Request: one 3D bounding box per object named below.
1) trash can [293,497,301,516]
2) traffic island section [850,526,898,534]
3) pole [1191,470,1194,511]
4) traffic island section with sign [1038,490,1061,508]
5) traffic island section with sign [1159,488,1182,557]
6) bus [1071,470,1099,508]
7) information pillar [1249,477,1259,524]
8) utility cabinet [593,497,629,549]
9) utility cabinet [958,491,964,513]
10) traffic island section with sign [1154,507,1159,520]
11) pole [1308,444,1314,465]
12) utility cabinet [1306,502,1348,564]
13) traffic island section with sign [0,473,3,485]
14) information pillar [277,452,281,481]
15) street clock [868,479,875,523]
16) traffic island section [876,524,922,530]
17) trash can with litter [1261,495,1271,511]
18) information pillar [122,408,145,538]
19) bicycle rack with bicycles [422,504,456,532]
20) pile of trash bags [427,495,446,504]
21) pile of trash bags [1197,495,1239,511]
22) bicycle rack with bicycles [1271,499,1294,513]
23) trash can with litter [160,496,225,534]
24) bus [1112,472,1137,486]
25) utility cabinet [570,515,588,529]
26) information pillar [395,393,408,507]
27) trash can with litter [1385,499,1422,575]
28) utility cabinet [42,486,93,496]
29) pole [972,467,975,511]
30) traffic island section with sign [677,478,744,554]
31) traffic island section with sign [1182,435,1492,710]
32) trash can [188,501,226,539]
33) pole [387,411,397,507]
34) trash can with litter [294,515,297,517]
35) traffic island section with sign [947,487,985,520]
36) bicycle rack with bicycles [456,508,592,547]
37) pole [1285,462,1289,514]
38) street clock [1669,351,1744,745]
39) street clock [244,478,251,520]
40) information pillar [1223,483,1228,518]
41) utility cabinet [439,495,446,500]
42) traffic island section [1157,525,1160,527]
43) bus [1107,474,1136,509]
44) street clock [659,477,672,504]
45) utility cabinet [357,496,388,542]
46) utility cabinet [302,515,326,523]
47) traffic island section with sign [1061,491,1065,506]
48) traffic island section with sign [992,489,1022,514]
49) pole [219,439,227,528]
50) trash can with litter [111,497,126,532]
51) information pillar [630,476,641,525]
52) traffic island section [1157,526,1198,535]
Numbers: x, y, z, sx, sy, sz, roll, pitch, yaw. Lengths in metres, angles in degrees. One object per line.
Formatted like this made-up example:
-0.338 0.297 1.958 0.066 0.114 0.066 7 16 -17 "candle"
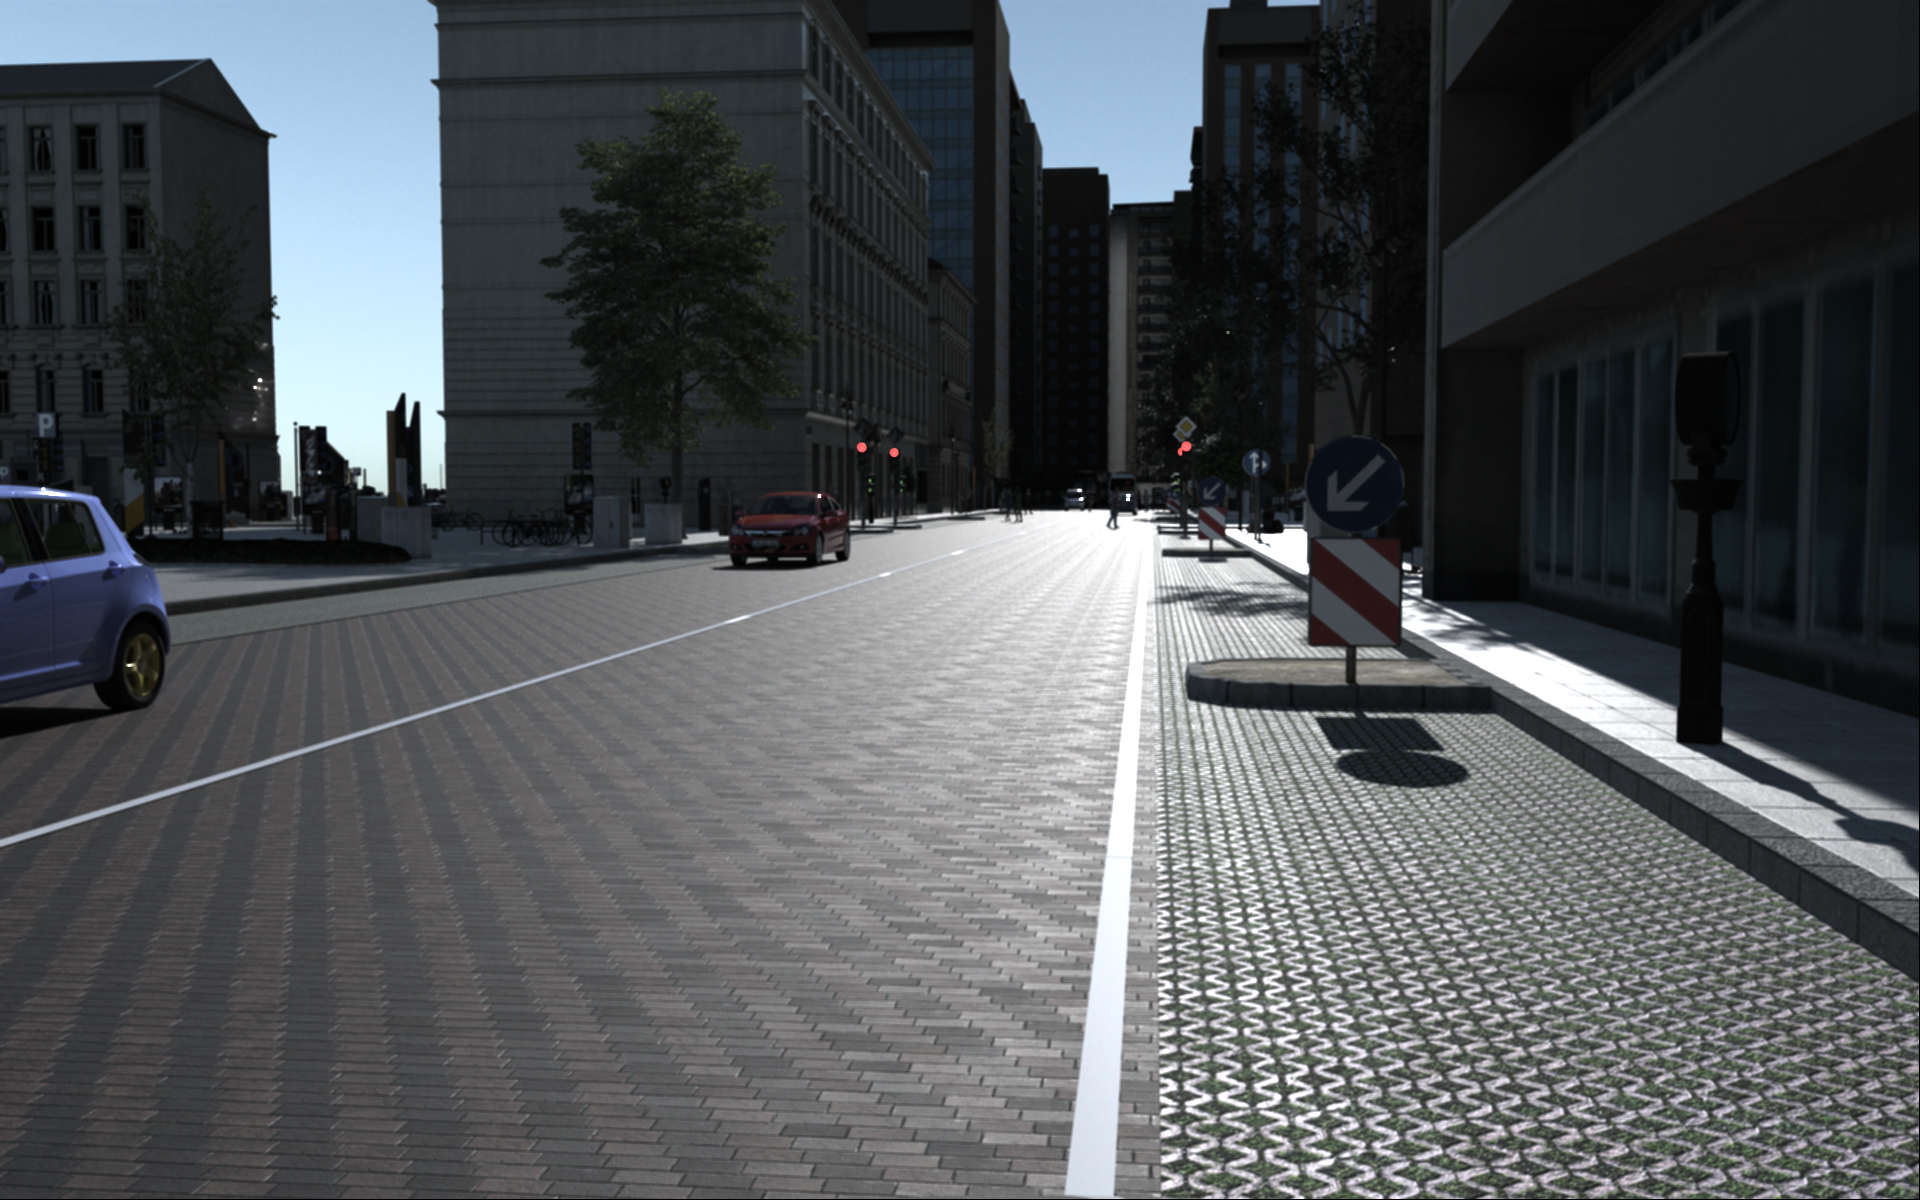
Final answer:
-38.848 -5.473 101.141 0.748 1.137 0.748 0 3 0 "trash can"
-3.558 -2.517 63.431 2.009 0.180 2.903 0 4 6 "traffic island section"
17.895 -8.540 133.477 0.158 3.312 0.155 0 3 0 "pole"
8.806 -10.022 172.479 1.989 1.847 2.006 0 4 6 "traffic island section with sign"
5.672 -1.916 39.952 1.989 1.847 2.006 0 4 6 "traffic island section with sign"
13.285 -11.755 183.737 2.896 3.916 12.252 0 4 4 "bus"
12.711 -4.305 74.882 0.304 2.012 0.304 -1 4 -11 "information pillar"
-8.299 -1.835 41.166 1.020 1.237 0.306 3 5 40 "utility cabinet"
0.054 -6.397 113.270 0.318 1.500 1.173 0 4 5 "utility cabinet"
11.752 -5.285 95.035 1.989 1.847 2.006 0 4 6 "traffic island section with sign"
14.234 -4.676 70.292 0.158 3.312 0.155 0 3 0 "pole"
6.757 -1.402 31.600 0.318 1.500 1.173 3 5 41 "utility cabinet"
-8.636 -0.352 14.383 1.989 1.847 2.006 0 4 6 "traffic island section with sign"
-35.167 -5.989 89.281 0.504 3.616 0.183 3 5 40 "information pillar"
-3.893 -4.366 75.960 0.358 2.002 0.471 0 4 8 "street clock"
-2.682 -3.002 71.368 2.009 0.180 2.903 0 4 6 "traffic island section"
24.145 -7.532 134.208 1.678 1.210 2.233 -3 5 -39 "trash can with litter"
-22.480 -3.408 47.082 0.504 3.616 0.183 -1 4 -12 "information pillar"
-18.300 -2.836 59.753 2.925 0.926 2.852 1 4 11 "bicycle rack with bicycles"
-34.135 -6.412 114.586 1.912 1.369 3.447 1 4 13 "pile of trash bags"
19.643 -7.447 131.516 3.447 1.369 1.912 1 4 17 "pile of trash bags"
22.511 -6.469 119.147 2.852 0.926 2.925 2 4 28 "bicycle rack with bicycles"
-24.971 -2.763 56.240 2.233 1.210 1.678 1 4 23 "trash can with litter"
17.836 -12.105 189.461 2.896 3.916 12.252 0 4 6 "bus"
-14.043 -3.218 63.774 0.306 1.237 1.020 -2 4 -34 "utility cabinet"
-12.883 -2.973 39.958 0.183 3.616 0.504 0 4 3 "information pillar"
7.366 -1.015 27.645 2.233 1.210 1.678 1 4 16 "trash can with litter"
-24.035 -2.325 46.697 1.173 1.500 0.318 0 4 -6 "utility cabinet"
1.020 -8.341 130.220 0.158 3.312 0.155 0 3 0 "pole"
-5.606 -2.029 41.809 1.989 1.847 2.006 0 4 6 "traffic island section with sign"
2.641 -0.236 12.480 1.989 1.847 2.006 0 4 6 "traffic island section with sign"
-16.110 -1.556 37.090 0.748 1.137 0.748 0 3 0 "trash can"
-13.921 -2.974 42.474 0.158 3.312 0.155 0 3 0 "pole"
-37.896 -5.271 97.246 2.233 1.210 1.678 0 4 6 "trash can with litter"
0.366 -5.347 96.046 1.989 1.847 2.006 0 4 6 "traffic island section with sign"
-10.568 -1.835 43.391 2.925 0.926 2.852 -3 5 -39 "bicycle rack with bicycles"
21.042 -7.194 111.458 0.158 3.312 0.155 0 3 0 "pole"
3.830 -0.265 8.910 0.358 2.002 0.471 2 4 35 "street clock"
-33.059 -4.630 80.273 0.358 2.002 0.471 0 4 4 "street clock"
14.406 -6.283 94.078 0.183 3.616 0.504 -1 4 -21 "information pillar"
-32.626 -6.029 109.740 0.306 1.237 1.020 -3 5 -44 "utility cabinet"
8.988 -2.923 70.079 2.009 0.180 2.903 0 4 6 "traffic island section"
15.761 -10.629 168.649 2.948 3.499 13.247 0 4 5 "bus"
-12.191 -4.104 71.665 0.471 2.002 0.358 1 4 20 "street clock"
-15.325 -2.108 45.629 1.020 1.237 0.306 -2 4 -25 "utility cabinet"
-27.841 -4.030 74.569 1.173 1.500 0.318 2 4 32 "utility cabinet"
11.761 -11.660 199.273 1.989 1.847 2.006 0 4 6 "traffic island section with sign"
3.363 -6.999 123.062 1.989 1.847 2.006 0 4 6 "traffic island section with sign"
-27.569 -4.336 64.744 0.158 3.312 0.155 0 3 0 "pole"
-28.236 -2.899 58.790 1.055 1.170 0.624 1 4 12 "trash can with litter"
-13.554 -4.149 72.328 0.304 2.012 0.304 1 4 20 "information pillar"
8.112 -2.438 62.142 2.009 0.180 2.903 0 4 6 "traffic island section"
